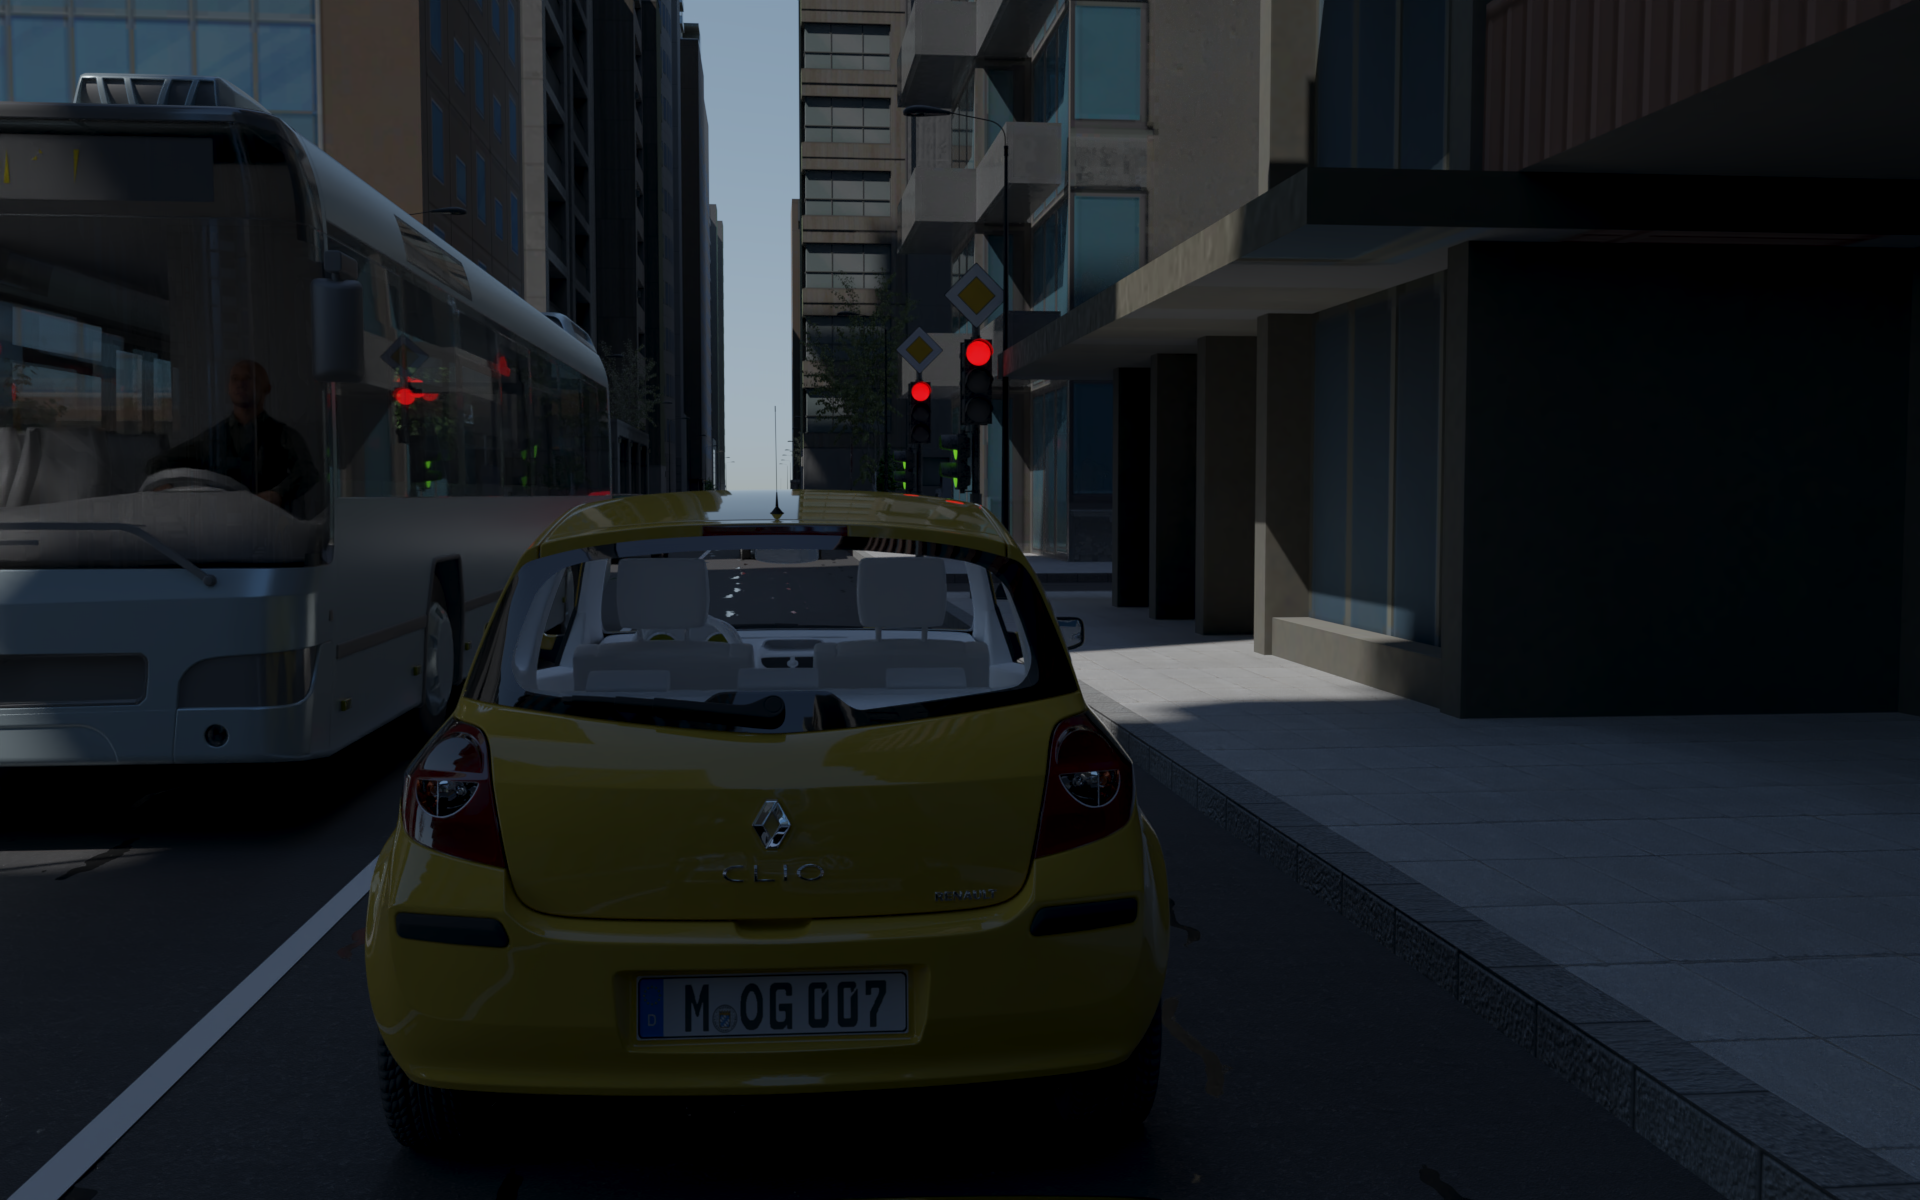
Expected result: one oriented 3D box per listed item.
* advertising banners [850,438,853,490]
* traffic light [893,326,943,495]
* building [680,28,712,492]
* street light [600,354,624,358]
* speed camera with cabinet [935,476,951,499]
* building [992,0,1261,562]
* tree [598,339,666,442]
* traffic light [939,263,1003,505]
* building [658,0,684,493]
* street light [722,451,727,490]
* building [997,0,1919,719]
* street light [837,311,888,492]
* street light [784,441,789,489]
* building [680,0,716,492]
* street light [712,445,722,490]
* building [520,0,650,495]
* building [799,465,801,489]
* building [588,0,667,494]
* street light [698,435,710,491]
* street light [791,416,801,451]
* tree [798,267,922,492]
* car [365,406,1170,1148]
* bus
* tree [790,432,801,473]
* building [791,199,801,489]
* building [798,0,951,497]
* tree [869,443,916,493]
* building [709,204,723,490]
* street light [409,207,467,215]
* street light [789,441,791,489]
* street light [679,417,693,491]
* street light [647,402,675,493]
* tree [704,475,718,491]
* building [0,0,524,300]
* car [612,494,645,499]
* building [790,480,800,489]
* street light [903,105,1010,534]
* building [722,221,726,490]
[{"bbox_3d":[-3.293,-3.437,52.379,0.090,3.025,2.074,0,4,-4],"label":"advertising banners"},{"bbox_3d":[-0.701,-2.460,29.138,0.839,4.253,0.868,0,4,-6],"label":"traffic light"},{"bbox_3d":[-31.867,-31.667,167.864,14.600,45.320,14.200,0,4,-6],"label":"building"},{"bbox_3d":[-11.865,-5.207,57.668,1.470,5.913,1.316,0,4,-6],"label":"street light"},{"bbox_3d":[-0.418,-3.789,56.280,0.660,3.252,2.038,0,4,-7],"label":"speed camera with cabinet"},{"bbox_3d":[13.664,-25.837,42.042,30.456,49.044,23.786,0,4,-6],"label":"building"},{"bbox_3d":[-15.881,-8.009,81.308,4.360,8.622,3.978,0,3,0],"label":"tree"},{"bbox_3d":[0.176,-1.974,21.201,0.839,4.253,0.868,0,4,-6],"label":"traffic light"},{"bbox_3d":[-29.816,-35.030,114.742,21.231,58.520,28.212,0,4,-6],"label":"building"},{"bbox_3d":[-26.205,-13.109,186.875,1.470,5.913,1.316,0,4,-6],"label":"street light"},{"bbox_3d":[12.682,-21.560,7.132,22.147,44.769,28.867,0,4,-6],"label":"building"},{"bbox_3d":[-2.429,-4.382,44.183,1.470,5.913,1.316,0,4,-6],"label":"street light"},{"bbox_3d":[-14.284,-10.889,150.582,1.470,5.913,1.316,0,4,-6],"label":"street light"},{"bbox_3d":[-41.368,-55.037,212.521,22.319,86.520,31.000,0,4,-6],"label":"building"},{"bbox_3d":[-23.640,-11.741,164.512,1.470,5.913,1.316,0,4,-6],"label":"street light"},{"bbox_3d":[-22.398,-38.234,63.376,20.563,71.187,20.611,0,4,-6],"label":"building"},{"bbox_3d":[-2.601,-42.852,138.875,20.563,71.187,20.611,0,4,-6],"label":"building"},{"bbox_3d":[-23.385,-19.637,92.769,14.160,30.474,14.107,0,4,-6],"label":"building"},{"bbox_3d":[-20.486,-9.941,135.069,1.470,5.913,1.316,0,4,-6],"label":"street light"},{"bbox_3d":[-9.169,-8.003,103.398,1.470,5.913,1.316,0,4,-6],"label":"street light"},{"bbox_3d":[-2.992,-6.428,55.467,4.737,8.622,4.395,0,3,0],"label":"tree"},{"bbox_3d":[-0.530,0.302,5.282,2.015,1.641,3.980,0,4,-5],"label":"car"},{"bbox_3d":[-4.447,-1.072,12.388,2.948,3.499,13.247,0,4,-6],"label":"bus"},{"bbox_3d":[-16.956,-14.881,193.663,4.360,8.622,3.978,0,3,0],"label":"tree"},{"bbox_3d":[-17.882,-37.045,255.800,14.600,45.320,14.200,0,4,-6],"label":"building"},{"bbox_3d":[0.723,-23.472,67.369,14.154,41.232,14.086,0,4,-6],"label":"building"},{"bbox_3d":[-2.550,-3.950,59.185,1.663,3.219,1.824,0,3,0],"label":"tree"},{"bbox_3d":[-40.269,-33.827,236.662,14.154,41.232,14.086,0,4,-6],"label":"building"},{"bbox_3d":[-8.676,-3.400,28.135,1.470,5.913,1.316,0,4,-6],"label":"street light"},{"bbox_3d":[-11.042,-9.095,121.243,1.470,5.913,1.316,0,4,-6],"label":"street light"},{"bbox_3d":[-16.993,-8.078,104.614,1.470,5.913,1.316,0,4,-6],"label":"street light"},{"bbox_3d":[-15.127,-7.000,86.994,1.470,5.913,1.316,0,4,-6],"label":"street light"},{"bbox_3d":[-25.887,-11.313,179.568,1.663,3.219,1.824,0,3,0],"label":"tree"},{"bbox_3d":[-18.125,-23.793,39.124,14.600,45.320,14.200,0,4,-6],"label":"building"},{"bbox_3d":[-7.267,-1.565,37.389,2.131,1.459,4.920,0,4,-7],"label":"car"},{"bbox_3d":[-6.991,-33.389,237.792,32.217,40.220,23.993,0,4,-6],"label":"building"},{"bbox_3d":[0.016,-2.960,20.931,1.470,5.913,1.316,0,4,-6],"label":"street light"},{"bbox_3d":[-41.391,-34.711,251.114,14.154,41.232,14.086,0,4,-6],"label":"building"}]
